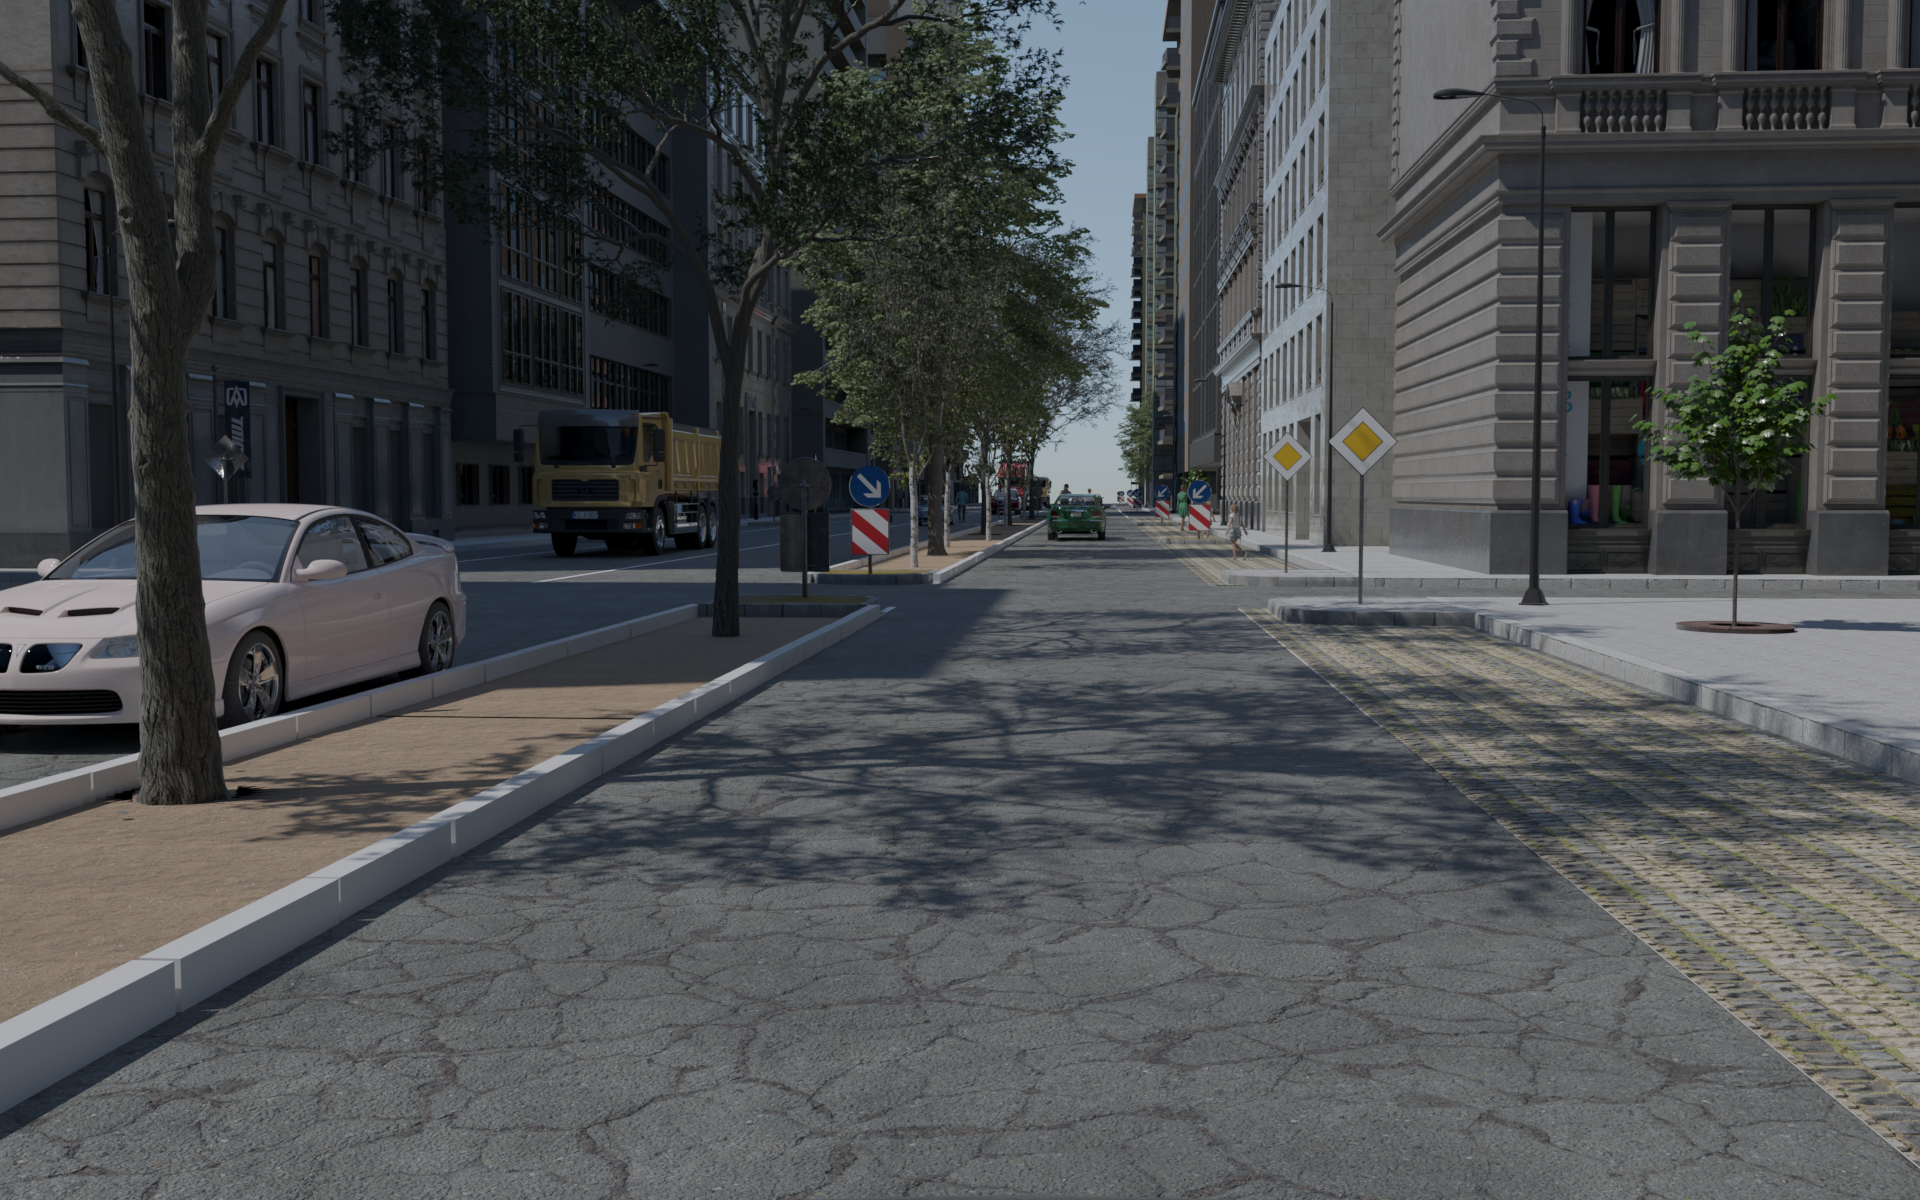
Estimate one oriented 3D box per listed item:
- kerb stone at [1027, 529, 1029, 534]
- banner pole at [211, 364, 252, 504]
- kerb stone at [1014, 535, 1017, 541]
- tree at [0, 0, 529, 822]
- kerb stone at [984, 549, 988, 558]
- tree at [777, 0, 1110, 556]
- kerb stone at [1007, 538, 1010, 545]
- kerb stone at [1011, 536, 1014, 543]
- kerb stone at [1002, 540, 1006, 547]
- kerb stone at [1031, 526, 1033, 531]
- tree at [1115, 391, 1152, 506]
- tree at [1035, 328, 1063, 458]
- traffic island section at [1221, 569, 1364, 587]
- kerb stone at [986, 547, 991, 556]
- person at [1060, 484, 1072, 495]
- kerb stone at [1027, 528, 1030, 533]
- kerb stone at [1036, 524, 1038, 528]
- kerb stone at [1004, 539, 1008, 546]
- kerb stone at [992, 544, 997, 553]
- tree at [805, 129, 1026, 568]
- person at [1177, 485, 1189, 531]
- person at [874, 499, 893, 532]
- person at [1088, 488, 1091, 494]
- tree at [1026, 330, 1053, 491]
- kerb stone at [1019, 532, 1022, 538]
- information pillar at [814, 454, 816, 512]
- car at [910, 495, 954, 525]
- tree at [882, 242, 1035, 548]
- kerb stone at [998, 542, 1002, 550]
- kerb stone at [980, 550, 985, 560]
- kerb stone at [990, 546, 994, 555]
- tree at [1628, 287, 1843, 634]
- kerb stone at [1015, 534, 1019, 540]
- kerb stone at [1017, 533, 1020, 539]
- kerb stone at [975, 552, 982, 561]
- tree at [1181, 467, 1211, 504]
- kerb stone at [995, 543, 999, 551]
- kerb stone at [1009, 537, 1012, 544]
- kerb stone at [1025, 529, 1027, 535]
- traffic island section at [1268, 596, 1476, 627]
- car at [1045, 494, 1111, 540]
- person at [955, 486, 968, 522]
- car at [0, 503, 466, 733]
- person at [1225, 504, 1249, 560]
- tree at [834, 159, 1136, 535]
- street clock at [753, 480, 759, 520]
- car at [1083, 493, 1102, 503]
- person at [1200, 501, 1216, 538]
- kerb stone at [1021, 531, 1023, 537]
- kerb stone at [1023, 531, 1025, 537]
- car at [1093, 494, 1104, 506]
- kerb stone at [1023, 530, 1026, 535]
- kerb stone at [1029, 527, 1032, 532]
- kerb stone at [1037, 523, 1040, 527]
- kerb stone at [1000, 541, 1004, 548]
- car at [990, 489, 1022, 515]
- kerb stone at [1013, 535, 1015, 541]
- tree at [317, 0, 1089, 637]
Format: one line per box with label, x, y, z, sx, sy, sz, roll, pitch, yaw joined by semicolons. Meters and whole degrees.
kerb stone;2.206;-2.311;59.982;0.120;0.150;1.000;0;4;5
banner pole;-14.175;-2.667;33.624;0.863;3.779;0.401;-2;4;-31
kerb stone;1.541;-1.804;51.804;0.120;0.150;1.000;0;4;5
tree;-3.739;-4.873;7.894;9.928;11.665;9.643;0;3;0
kerb stone;0.477;-0.995;38.512;0.120;0.150;1.000;0;4;5
tree;-0.484;-7.269;39.438;7.486;12.596;7.792;0;3;0
kerb stone;1.218;-1.561;47.721;0.120;0.150;1.000;0;4;5
kerb stone;1.384;-1.685;49.765;0.120;0.150;1.000;0;4;5
kerb stone;1.055;-1.436;45.671;0.120;0.150;1.000;0;4;5
kerb stone;2.527;-2.562;64.079;0.120;0.150;1.000;0;4;5
tree;20.656;-16.613;189.742;7.486;12.596;7.792;0;3;0
tree;1.812;-7.133;69.451;4.737;8.622;4.395;0;3;0
traffic island section;5.316;-0.358;28.130;2.009;0.180;2.903;0;4;5
kerb stone;0.561;-1.060;39.530;0.120;0.150;1.000;0;4;5
person;4.129;-3.727;69.239;0.655;1.846;0.447;-2;4;-31
kerb stone;2.284;-2.374;61.004;0.120;0.150;1.000;0;4;5
kerb stone;2.931;-2.874;69.190;0.120;0.150;1.000;0;4;5
kerb stone;1.136;-1.498;46.695;0.120;0.150;1.000;0;4;5
kerb stone;0.727;-1.185;41.576;0.120;0.150;1.000;0;4;5
tree;-0.888;-4.910;33.098;4.360;8.622;3.978;0;3;0
person;8.585;-3.546;66.717;0.600;1.795;0.529;2;4;32
person;-2.907;-3.363;63.455;0.822;1.834;0.622;0;4;6
person;6.991;-5.083;92.279;0.731;1.740;0.598;1;4;10
tree;0.864;-6.057;51.853;4.360;8.622;3.978;0;3;0
kerb stone;1.788;-1.999;54.877;0.120;0.150;1.000;0;4;5
information pillar;-8.402;-6.682;100.604;0.183;3.616;0.504;0;4;1
car;-1.236;-4.109;79.184;2.014;1.417;4.499;0;4;4
tree;-0.368;-5.716;46.274;4.737;8.622;4.395;0;3;0
kerb stone;0.899;-1.310;43.618;0.120;0.150;1.000;0;4;5
kerb stone;0.400;-0.935;37.492;0.120;0.150;1.000;0;4;5
kerb stone;0.650;-1.119;40.557;0.120;0.150;1.000;0;4;5
tree;7.357;-1.333;16.391;1.663;3.219;1.824;0;3;0
kerb stone;1.630;-1.874;52.830;0.120;0.150;1.000;0;4;5
kerb stone;1.706;-1.934;53.852;0.120;0.150;1.000;0;4;5
kerb stone;0.325;-0.873;36.473;0.120;0.150;1.000;0;4;5
tree;14.093;-6.743;104.852;1.663;3.219;1.824;0;3;0
kerb stone;0.820;-1.244;42.599;0.120;0.150;1.000;0;4;5
kerb stone;1.302;-1.623;48.739;0.120;0.150;1.000;0;4;5
kerb stone;2.125;-2.249;58.963;0.120;0.150;1.000;0;4;5
traffic island section;4.680;0.129;20.170;2.009;0.180;2.903;0;4;5
car;3.740;-2.654;55.189;2.131;1.459;4.920;0;4;5
person;0.085;-4.827;87.440;0.660;1.820;0.620;-1;4;-11
car;-4.950;0.033;11.820;2.083;1.381;4.827;0;4;5
person;5.908;-1.442;37.096;0.505;1.210;0.382;-3;5;-43
tree;0.849;-9.001;60.000;12.009;13.543;11.850;0;3;0
street clock;-10.150;-4.992;86.196;0.358;2.002;0.471;0;4;5
car;7.242;-5.571;100.873;2.009;1.686;4.222;0;4;6
person;7.771;-2.495;54.306;0.505;1.210;0.382;-2;4;-35
kerb stone;1.873;-2.060;55.895;0.120;0.150;1.000;0;4;5
kerb stone;1.956;-2.124;56.926;0.120;0.150;1.000;0;4;5
car;16.627;-12.304;212.960;2.131;1.459;4.920;0;4;6
kerb stone;2.036;-2.183;57.945;0.120;0.150;1.000;0;4;5
kerb stone;2.449;-2.495;63.058;0.120;0.150;1.000;0;4;5
kerb stone;3.102;-2.995;71.228;0.120;0.150;1.000;0;4;5
kerb stone;0.975;-1.373;44.650;0.120;0.150;1.000;0;4;5
car;3.219;-6.907;121.605;2.281;1.827;5.304;0;4;5
kerb stone;1.465;-1.740;50.785;0.120;0.150;1.000;0;4;5
tree;-2.398;-4.882;16.695;8.767;10.594;7.601;0;4;5
